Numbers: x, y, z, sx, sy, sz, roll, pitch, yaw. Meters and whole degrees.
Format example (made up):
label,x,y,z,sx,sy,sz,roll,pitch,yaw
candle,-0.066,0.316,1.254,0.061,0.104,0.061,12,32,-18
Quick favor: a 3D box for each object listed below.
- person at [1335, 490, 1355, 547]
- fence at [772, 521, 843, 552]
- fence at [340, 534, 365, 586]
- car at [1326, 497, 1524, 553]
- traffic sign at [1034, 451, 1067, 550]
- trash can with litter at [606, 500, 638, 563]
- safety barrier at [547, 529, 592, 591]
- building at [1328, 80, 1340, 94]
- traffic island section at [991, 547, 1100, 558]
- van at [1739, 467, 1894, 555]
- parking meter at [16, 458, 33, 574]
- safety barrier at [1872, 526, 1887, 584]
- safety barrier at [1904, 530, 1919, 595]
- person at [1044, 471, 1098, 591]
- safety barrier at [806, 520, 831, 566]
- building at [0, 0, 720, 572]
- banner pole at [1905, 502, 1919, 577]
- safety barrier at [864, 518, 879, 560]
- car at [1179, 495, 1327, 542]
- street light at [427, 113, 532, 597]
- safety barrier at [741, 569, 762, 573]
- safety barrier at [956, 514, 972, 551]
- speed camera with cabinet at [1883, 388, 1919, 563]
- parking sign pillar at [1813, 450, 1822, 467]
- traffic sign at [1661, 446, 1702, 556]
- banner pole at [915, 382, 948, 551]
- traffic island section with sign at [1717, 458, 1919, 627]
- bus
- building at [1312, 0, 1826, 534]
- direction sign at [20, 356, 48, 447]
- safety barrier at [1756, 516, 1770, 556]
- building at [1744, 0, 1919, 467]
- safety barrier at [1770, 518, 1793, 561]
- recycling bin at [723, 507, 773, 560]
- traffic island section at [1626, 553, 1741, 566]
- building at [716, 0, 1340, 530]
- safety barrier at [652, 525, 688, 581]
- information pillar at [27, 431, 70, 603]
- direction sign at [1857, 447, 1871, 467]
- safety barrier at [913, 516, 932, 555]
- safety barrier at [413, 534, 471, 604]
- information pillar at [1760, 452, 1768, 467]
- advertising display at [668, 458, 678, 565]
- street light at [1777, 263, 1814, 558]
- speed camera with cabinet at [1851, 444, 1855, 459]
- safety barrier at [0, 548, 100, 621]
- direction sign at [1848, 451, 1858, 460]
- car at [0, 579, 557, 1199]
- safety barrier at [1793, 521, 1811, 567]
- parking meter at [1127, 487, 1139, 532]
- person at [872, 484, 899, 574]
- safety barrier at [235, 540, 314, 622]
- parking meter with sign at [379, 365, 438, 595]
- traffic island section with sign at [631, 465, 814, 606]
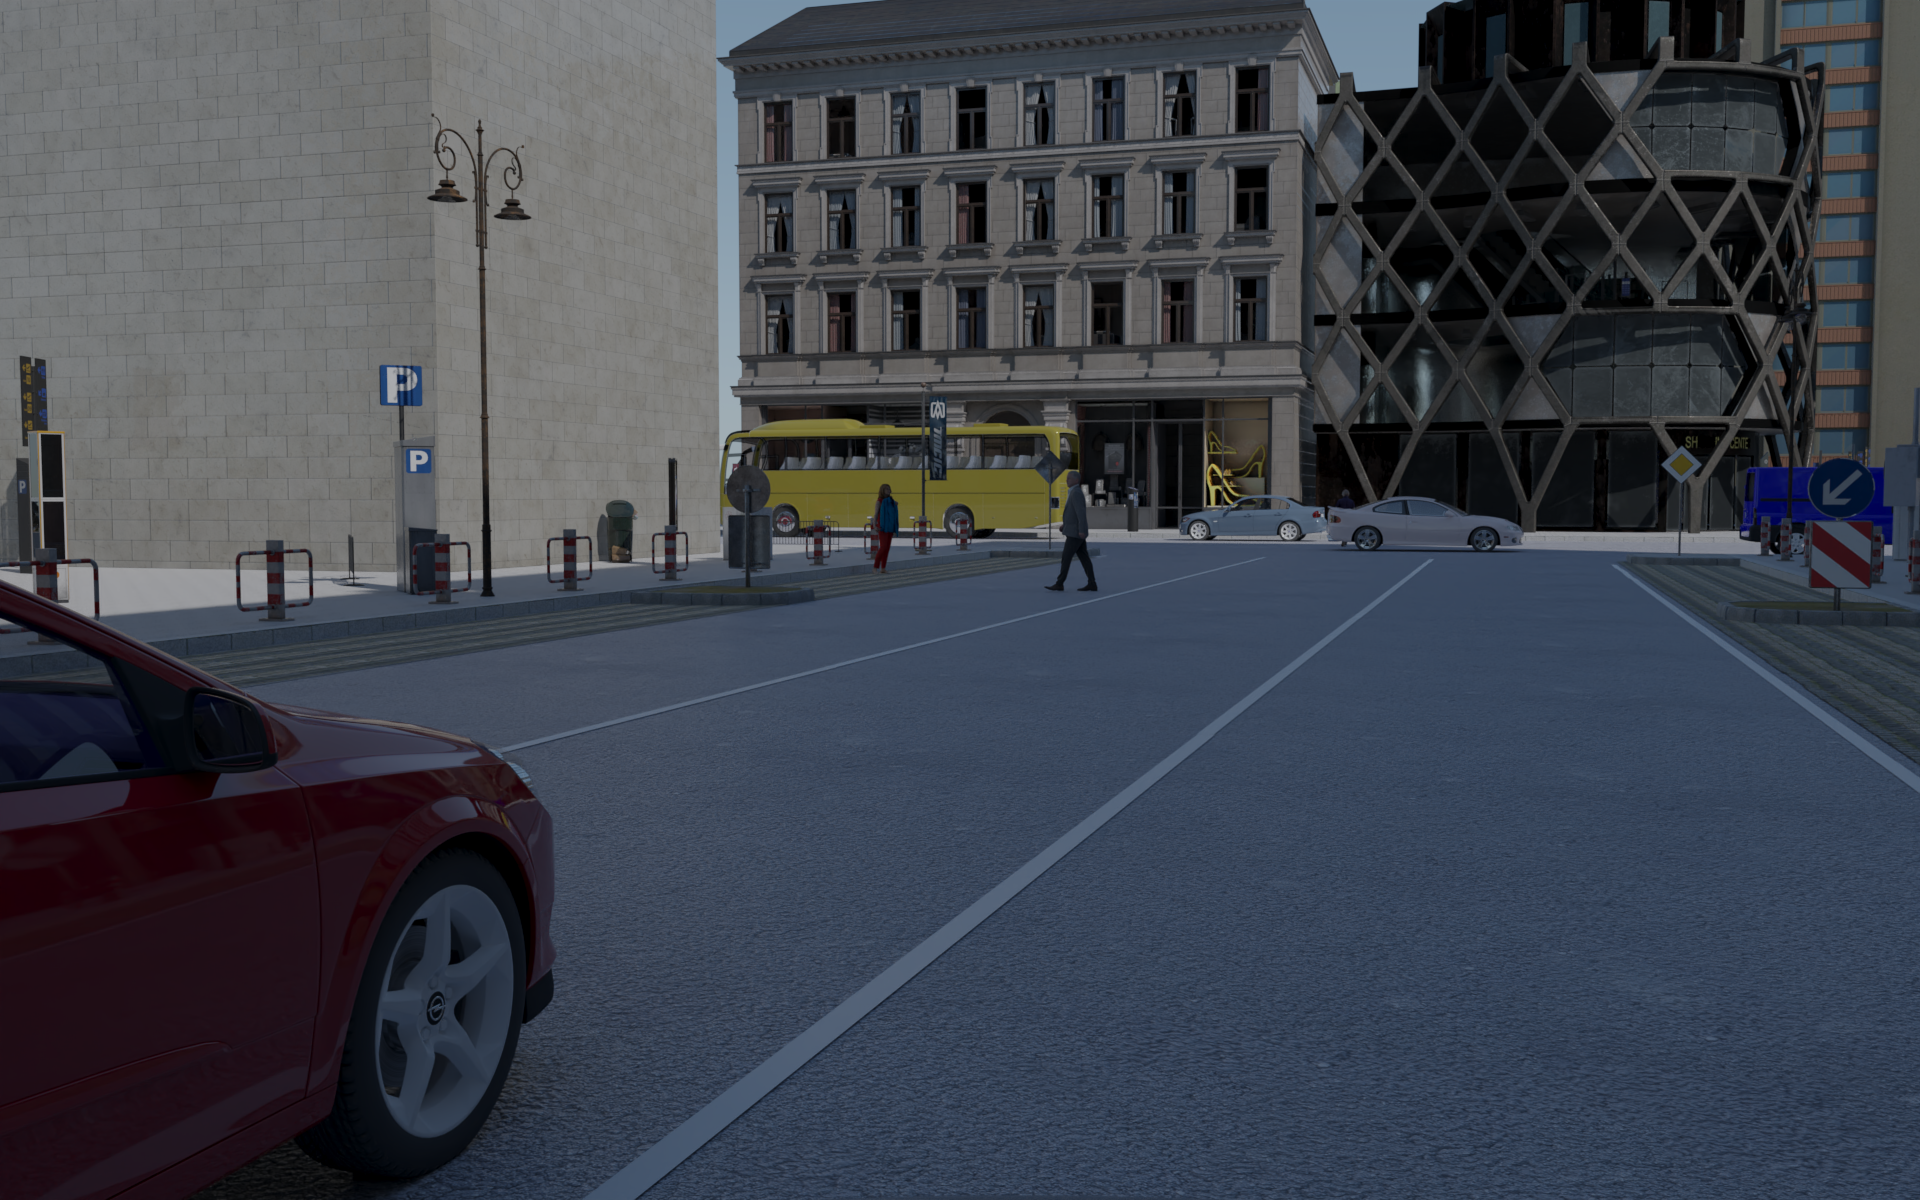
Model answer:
label,x,y,z,sx,sy,sz,roll,pitch,yaw
person,10.442,-2.234,47.235,0.569,1.553,0.471,3,4,36
fence,-3.652,-1.422,38.619,2.069,0.683,0.278,1,4,13
fence,-8.824,-0.595,25.101,0.278,0.683,2.069,-1,4,-21
car,11.695,-1.916,43.684,4.827,1.381,2.083,1,4,16
traffic sign,2.084,-2.225,40.018,0.795,2.450,0.064,1,4,18
trash can with litter,-6.332,-1.297,32.586,0.624,1.170,1.055,-1,4,-15
safety barrier,-5.167,-0.531,22.951,0.300,0.817,1.120,1,4,18
building,28.076,-29.400,164.279,14.154,41.232,14.086,1,4,18
traffic island section,2.059,-1.089,40.088,2.009,0.180,2.903,1,4,18
van,20.390,-2.104,38.777,5.245,2.365,2.240,1,4,17
parking meter,-14.967,-1.358,27.919,0.399,1.863,0.255,2,4,31
safety barrier,13.149,-0.649,24.892,0.300,0.817,1.120,1,4,18
safety barrier,12.275,-0.482,22.157,0.300,0.817,1.120,1,4,18
person,1.622,-1.013,25.465,0.834,1.777,0.661,0,4,-8
safety barrier,-2.543,-1.031,31.130,0.300,0.817,1.120,1,4,18
building,-14.855,-11.028,35.052,16.860,20.320,10.420,1,4,18
banner pole,14.937,-2.252,26.838,0.401,3.779,0.863,2,4,29
safety barrier,-1.666,-1.198,33.867,0.300,0.817,1.120,1,4,18
car,8.985,-2.523,53.248,4.499,1.417,2.014,1,4,19
street light,-5.923,-2.981,21.535,0.468,5.910,1.993,1,4,18
safety barrier,-3.416,-0.864,28.408,0.300,0.817,1.120,1,4,18
safety barrier,0.086,-1.533,39.336,0.300,0.817,1.120,1,4,18
speed camera with cabinet,18.075,-2.362,32.947,0.660,3.252,2.038,3,4,38
parking sign pillar,52.581,-7.202,106.232,1.447,3.967,1.447,2,4,28
traffic sign,14.929,-1.972,35.892,0.795,2.450,0.064,1,4,18
banner pole,-0.628,-2.993,38.959,0.863,3.779,0.401,-2,4,-33
traffic island section with sign,9.748,-0.676,19.684,1.989,1.847,2.006,1,4,18
bus,-2.303,-4.001,56.962,12.252,3.916,2.896,1,4,19
building,22.349,-12.037,64.260,16.811,18.784,16.820,1,4,18
direction sign,-15.370,-2.252,28.817,0.379,3.537,0.876,0,4,-4
safety barrier,16.653,-1.317,35.812,0.300,0.817,1.120,1,4,18
building,65.113,-29.374,134.889,22.147,44.769,28.867,1,4,18
safety barrier,15.779,-1.151,33.090,0.300,0.817,1.120,1,4,18
recycling bin,-4.123,-1.290,33.646,0.722,1.027,0.722,2,4,28
traffic island section,14.954,-0.837,35.962,2.009,0.180,2.903,1,4,18
building,-5.883,-13.397,69.958,40.483,20.767,10.553,1,4,18
safety barrier,-4.292,-0.697,25.673,0.300,0.817,1.120,1,4,18
information pillar,-10.698,-0.969,20.335,0.304,2.012,0.304,3,5,42
direction sign,43.579,-5.581,83.253,0.379,3.537,0.876,3,5,42
safety barrier,-0.787,-1.366,36.613,0.300,0.817,1.120,1,4,18
safety barrier,-6.040,-0.364,20.228,0.300,0.817,1.120,1,4,18
information pillar,44.398,-6.380,95.668,0.504,3.616,0.183,-1,4,-20
advertising display,-5.153,-1.585,31.135,0.123,1.923,0.974,0,4,-7
street light,16.768,-3.798,34.889,0.468,5.910,1.993,1,4,18
speed camera with cabinet,35.570,-4.592,69.416,0.660,3.252,2.038,2,4,29
safety barrier,-7.787,-0.031,14.778,0.300,0.817,1.120,1,4,18
direction sign,47.459,-6.109,91.874,0.876,3.537,0.379,-1,4,-13
car,-2.281,0.391,2.647,2.155,1.783,4.494,1,4,16
safety barrier,14.906,-0.984,30.365,0.300,0.817,1.120,1,4,18
parking meter,5.881,-3.087,58.880,0.372,1.533,0.369,0,3,0
person,-1.331,-1.271,30.988,0.593,1.614,0.444,-2,4,-28
safety barrier,-6.915,-0.197,17.501,0.300,0.817,1.120,1,4,18
parking meter with sign,-7.195,-1.622,22.777,0.543,3.016,1.738,-2,4,-27
traffic island section with sign,-3.037,-0.883,23.069,1.989,1.847,2.006,1,4,18
